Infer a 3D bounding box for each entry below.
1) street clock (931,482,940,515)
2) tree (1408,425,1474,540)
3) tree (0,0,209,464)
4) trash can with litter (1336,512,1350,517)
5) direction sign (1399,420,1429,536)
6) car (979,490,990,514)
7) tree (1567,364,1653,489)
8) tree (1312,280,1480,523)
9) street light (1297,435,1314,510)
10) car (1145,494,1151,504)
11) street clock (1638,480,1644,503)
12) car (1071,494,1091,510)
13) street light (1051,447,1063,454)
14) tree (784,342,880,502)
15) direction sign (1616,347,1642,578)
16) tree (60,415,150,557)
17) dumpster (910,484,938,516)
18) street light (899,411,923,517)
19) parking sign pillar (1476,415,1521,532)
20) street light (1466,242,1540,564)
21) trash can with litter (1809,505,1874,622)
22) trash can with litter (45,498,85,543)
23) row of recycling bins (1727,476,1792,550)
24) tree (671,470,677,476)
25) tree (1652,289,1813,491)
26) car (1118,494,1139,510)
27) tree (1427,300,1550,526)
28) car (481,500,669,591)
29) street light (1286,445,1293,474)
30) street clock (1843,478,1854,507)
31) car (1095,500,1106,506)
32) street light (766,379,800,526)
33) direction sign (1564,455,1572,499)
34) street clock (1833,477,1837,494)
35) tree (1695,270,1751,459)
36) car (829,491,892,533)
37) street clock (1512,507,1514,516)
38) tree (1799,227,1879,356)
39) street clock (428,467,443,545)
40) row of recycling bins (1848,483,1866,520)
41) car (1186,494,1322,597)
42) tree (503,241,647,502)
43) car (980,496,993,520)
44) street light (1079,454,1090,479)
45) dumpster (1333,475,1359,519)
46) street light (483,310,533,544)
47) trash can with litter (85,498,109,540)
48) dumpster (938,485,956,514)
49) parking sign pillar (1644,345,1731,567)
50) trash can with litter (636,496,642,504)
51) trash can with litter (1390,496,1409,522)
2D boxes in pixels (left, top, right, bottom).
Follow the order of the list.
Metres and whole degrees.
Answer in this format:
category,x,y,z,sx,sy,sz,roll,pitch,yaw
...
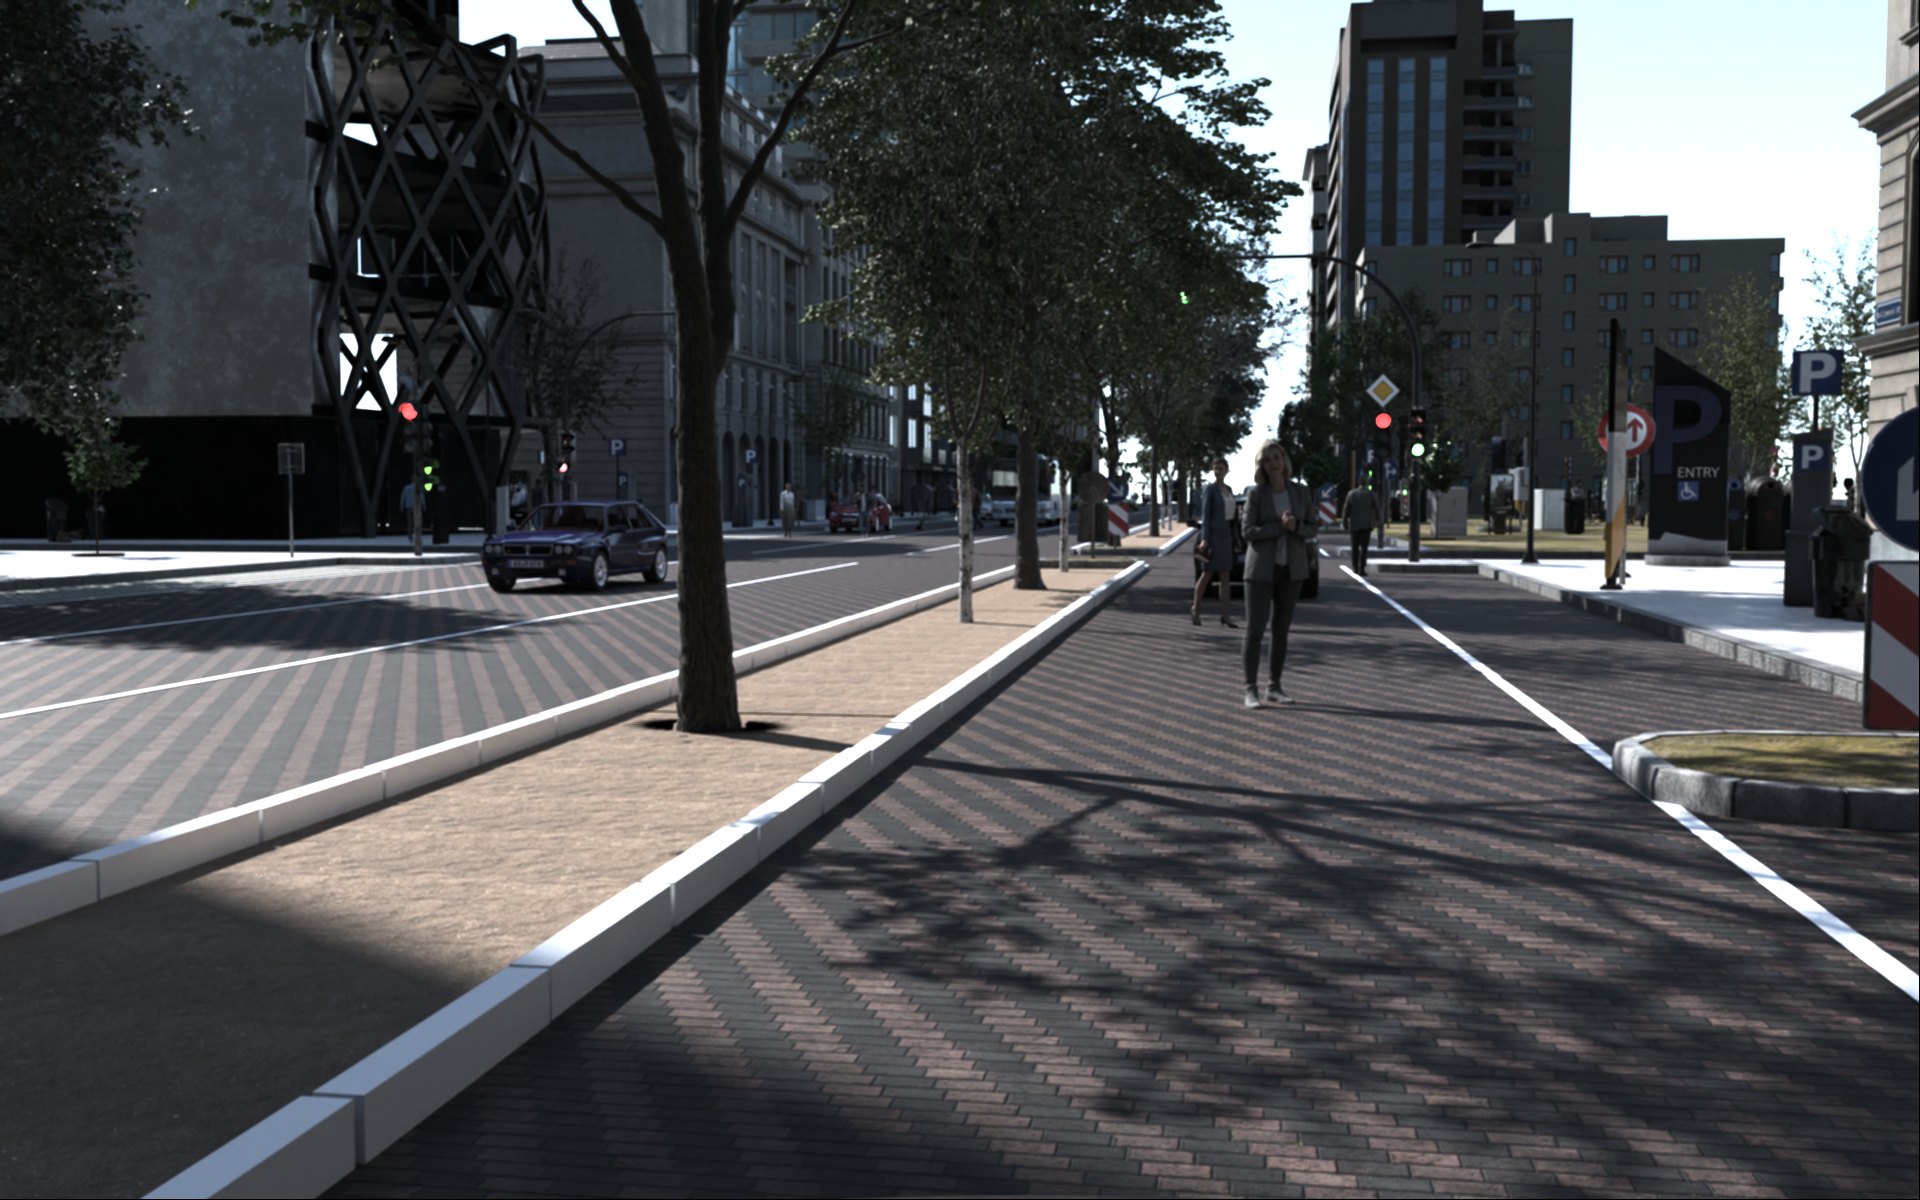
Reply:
category,x,y,z,sx,sy,sz,roll,pitch,yaw
street clock,-1.532,-6.324,107.966,0.471,2.002,0.358,-1,4,-23
tree,13.323,-3.299,48.541,1.663,3.219,1.824,0,3,0
tree,-16.112,-6.657,25.855,9.611,12.733,9.660,0,3,0
trash can with litter,21.721,-5.294,97.951,1.055,1.170,0.624,3,4,36
direction sign,13.848,-3.725,52.894,0.876,3.537,0.379,2,4,32
car,1.139,-6.204,110.223,1.959,1.807,4.718,1,4,8
tree,35.708,-8.835,94.819,4.737,8.622,4.395,0,3,0
tree,18.973,-8.623,75.401,7.601,10.594,8.767,0,4,7
street light,27.299,-10.044,136.753,1.470,5.913,1.316,1,4,9
car,27.962,-14.967,253.747,2.155,1.783,4.494,1,4,9
street clock,35.685,-5.287,91.007,0.471,2.002,0.358,1,4,18
car,10.937,-8.904,155.802,2.015,1.641,3.980,1,4,9
street light,9.607,-12.212,172.214,1.470,5.913,1.316,1,4,9
tree,-6.019,-8.119,83.107,4.737,8.622,4.395,0,3,0
direction sign,10.181,-2.121,26.681,0.379,3.537,0.876,2,4,35
tree,-17.807,-2.508,35.613,1.663,3.219,1.824,0,3,0
dumpster,-2.243,-6.006,103.953,1.264,1.857,1.865,1,4,9
street light,-2.731,-7.581,96.483,1.470,5.913,1.316,1,4,9
parking sign pillar,18.248,-4.288,58.588,1.447,3.967,1.447,1,4,18
street light,10.019,-3.635,31.981,1.470,5.913,1.316,1,4,9
trash can with litter,9.196,-0.389,17.748,0.624,1.170,1.055,0,4,-5
trash can with litter,-23.902,-2.123,46.101,1.055,1.170,0.624,3,5,43
row of recycling bins,17.962,-1.991,39.670,3.534,1.692,1.069,0,4,-3
tree,-9.721,-4.253,64.136,1.663,3.219,1.824,0,3,0
tree,27.000,-6.803,61.595,4.360,8.622,3.978,0,3,0
car,14.760,-8.712,152.666,2.015,1.641,3.980,1,4,11
tree,19.857,-7.024,65.205,4.360,8.622,3.978,0,3,0
car,-5.902,-0.874,26.872,1.945,1.354,3.894,1,4,11
street light,31.358,-11.650,163.011,1.470,5.913,1.316,1,4,9
street clock,39.158,-4.391,76.363,0.358,2.002,0.471,0,4,-1
car,12.960,-9.612,165.947,1.959,1.807,4.718,1,4,10
street light,-7.134,-5.957,69.933,1.470,5.913,1.316,1,4,9
direction sign,35.526,-6.683,101.268,0.379,3.537,0.876,0,4,-7
street clock,34.982,-3.983,69.689,0.471,2.002,0.358,3,5,39
tree,25.908,-6.485,56.392,4.737,8.622,4.395,0,3,0
car,-3.749,-3.463,65.653,2.155,1.783,4.494,0,4,8
street clock,32.500,-5.948,101.824,0.471,2.002,0.358,1,4,9
tree,24.919,-5.947,47.596,4.737,8.622,4.395,0,3,0
street clock,-13.325,-2.413,44.022,0.358,2.002,0.471,-1,4,-15
row of recycling bins,28.005,-2.738,51.871,1.069,1.692,3.534,-1,4,-13
car,4.336,-0.961,25.492,2.009,1.686,4.222,1,4,8
tree,-11.698,-6.186,51.507,4.360,8.622,3.978,0,3,0
car,2.347,-5.186,97.156,2.083,1.381,4.827,1,4,11
street light,14.465,-14.025,201.857,1.470,5.913,1.316,1,4,9
dumpster,20.055,-5.329,89.624,1.502,2.255,1.985,1,4,9
street light,-11.447,-4.364,43.885,1.470,5.913,1.316,1,4,9
trash can with litter,-24.251,-2.249,48.160,1.055,1.170,0.624,-1,4,-8
dumpster,-0.987,-6.446,111.153,1.264,1.857,1.865,1,4,9
parking sign pillar,13.112,-2.608,31.112,1.447,3.967,1.447,2,4,28
trash can with litter,-13.118,-3.503,68.333,2.233,1.210,1.678,1,4,12
trash can with litter,20.422,-4.219,80.369,1.055,1.170,0.624,-1,4,-19
